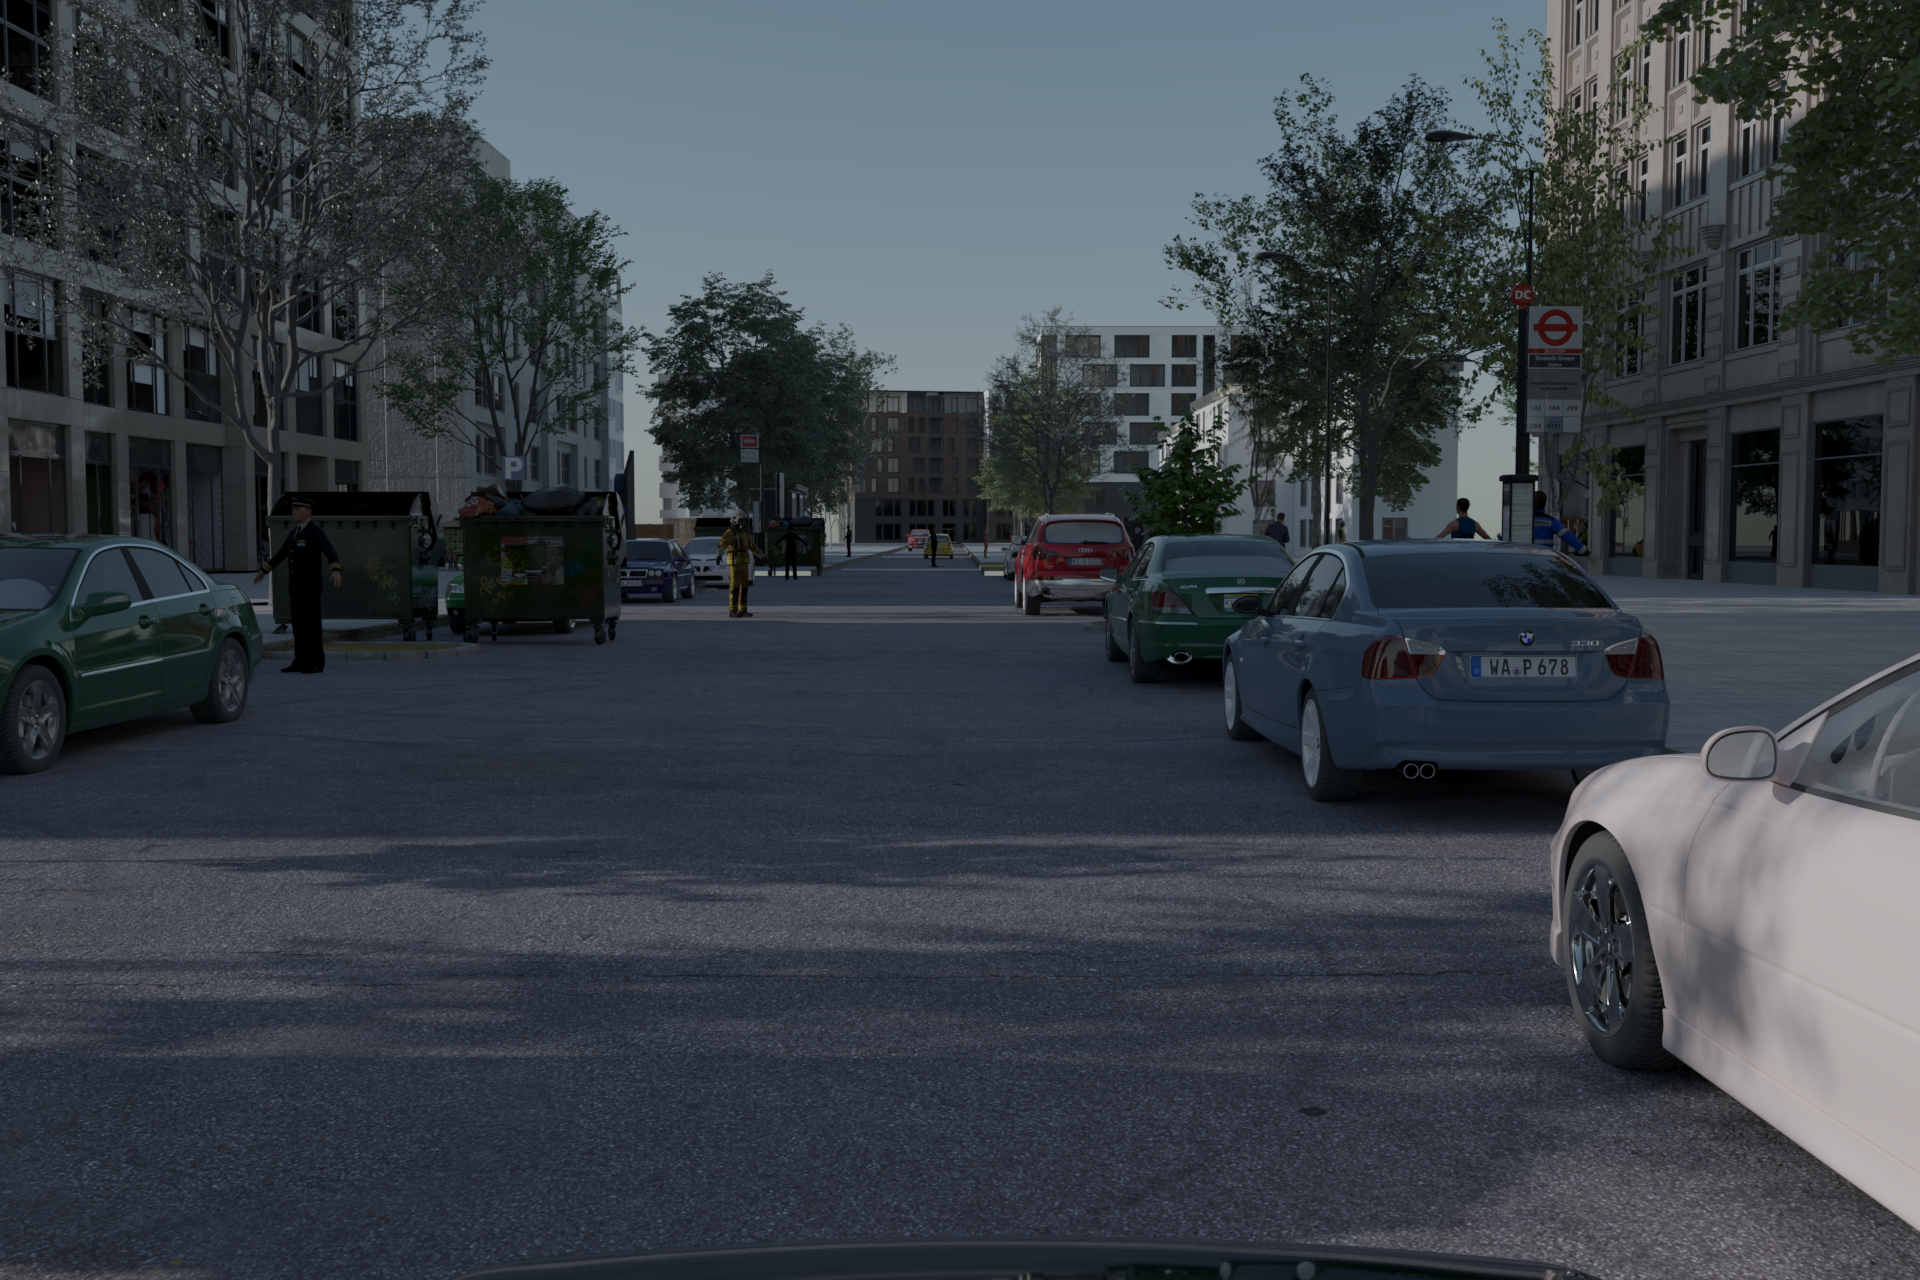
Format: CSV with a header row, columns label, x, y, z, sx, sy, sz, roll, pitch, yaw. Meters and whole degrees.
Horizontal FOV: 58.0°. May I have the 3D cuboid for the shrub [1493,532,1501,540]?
label,x,y,z,sx,sy,sz,roll,pitch,yaw
shrub,20.138,-3.573,62.837,1.690,2.028,1.600,0,3,0

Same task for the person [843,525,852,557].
label,x,y,z,sx,sy,sz,roll,pitch,yaw
person,-6.243,-5.532,96.675,0.704,1.802,1.346,1,4,11

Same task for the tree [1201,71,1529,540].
label,x,y,z,sx,sy,sz,roll,pitch,yaw
tree,8.497,-6.125,34.559,7.601,10.594,8.767,-1,4,-12

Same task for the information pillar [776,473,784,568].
label,x,y,z,sx,sy,sz,roll,pitch,yaw
information pillar,-6.932,-4.615,66.767,0.184,3.620,1.656,0,4,-1

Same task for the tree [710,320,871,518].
label,x,y,z,sx,sy,sz,roll,pitch,yaw
tree,-10.039,-12.021,103.192,9.857,13.997,8.962,0,3,0

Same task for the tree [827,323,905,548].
label,x,y,z,sx,sy,sz,roll,pitch,yaw
tree,-11.201,-18.476,157.978,12.611,20.169,13.585,0,3,0

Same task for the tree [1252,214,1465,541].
label,x,y,z,sx,sy,sz,roll,pitch,yaw
tree,14.173,-8.764,61.418,7.486,12.596,7.792,0,3,0

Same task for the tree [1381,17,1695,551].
label,x,y,z,sx,sy,sz,roll,pitch,yaw
tree,8.356,-4.533,24.477,4.737,8.622,4.395,0,3,0

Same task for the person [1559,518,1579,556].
label,x,y,z,sx,sy,sz,roll,pitch,yaw
person,16.818,-2.518,48.015,0.742,1.727,0.445,3,5,41

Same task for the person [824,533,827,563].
label,x,y,z,sx,sy,sz,roll,pitch,yaw
person,-6.320,-4.382,78.110,0.721,1.772,1.216,-2,4,-30

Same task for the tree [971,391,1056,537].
label,x,y,z,sx,sy,sz,roll,pitch,yaw
tree,4.776,-13.451,138.042,7.486,12.596,7.792,0,3,0

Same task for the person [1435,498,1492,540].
label,x,y,z,sx,sy,sz,roll,pitch,yaw
person,7.288,-1.164,25.206,1.345,1.807,0.704,-1,4,-17

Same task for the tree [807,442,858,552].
label,x,y,z,sx,sy,sz,roll,pitch,yaw
tree,-10.162,-10.790,126.783,4.360,8.622,3.978,0,3,0

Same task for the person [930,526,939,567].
label,x,y,z,sx,sy,sz,roll,pitch,yaw
person,-1.098,-4.075,75.307,0.704,1.802,1.346,0,4,-6

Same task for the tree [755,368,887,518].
label,x,y,z,sx,sy,sz,roll,pitch,yaw
tree,-10.079,-12.581,116.069,12.009,13.543,11.850,0,3,0

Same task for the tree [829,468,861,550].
label,x,y,z,sx,sy,sz,roll,pitch,yaw
tree,-10.804,-11.715,141.896,4.360,8.622,3.978,0,3,0

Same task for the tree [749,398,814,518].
label,x,y,z,sx,sy,sz,roll,pitch,yaw
tree,-9.830,-8.614,91.205,4.737,8.622,4.395,0,3,0

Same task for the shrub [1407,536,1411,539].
label,x,y,z,sx,sy,sz,roll,pitch,yaw
shrub,16.724,-3.259,64.403,1.383,1.207,1.383,0,3,0

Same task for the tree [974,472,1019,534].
label,x,y,z,sx,sy,sz,roll,pitch,yaw
tree,5.144,-13.617,157.046,8.767,10.594,7.601,1,4,12

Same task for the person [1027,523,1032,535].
label,x,y,z,sx,sy,sz,roll,pitch,yaw
person,3.470,-4.827,85.041,0.704,1.817,1.347,0,4,7

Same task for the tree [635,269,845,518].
label,x,y,z,sx,sy,sz,roll,pitch,yaw
tree,-10.378,-10.750,82.412,9.857,13.997,8.962,0,3,0

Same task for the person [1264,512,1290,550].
label,x,y,z,sx,sy,sz,roll,pitch,yaw
person,7.132,-1.998,39.152,0.683,1.767,0.568,1,4,22

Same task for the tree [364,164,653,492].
label,x,y,z,sx,sy,sz,roll,pitch,yaw
tree,-12.396,-7.471,47.901,9.928,11.665,9.643,0,3,0

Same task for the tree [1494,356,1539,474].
label,x,y,z,sx,sy,sz,roll,pitch,yaw
tree,27.605,-9.277,77.431,9.928,11.665,9.643,0,3,0

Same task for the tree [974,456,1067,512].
label,x,y,z,sx,sy,sz,roll,pitch,yaw
tree,5.423,-13.019,147.270,8.767,10.594,7.601,0,4,-1

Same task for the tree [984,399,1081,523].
label,x,y,z,sx,sy,sz,roll,pitch,yaw
tree,5.267,-12.387,128.283,9.928,11.665,9.643,0,3,0

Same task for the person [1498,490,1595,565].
label,x,y,z,sx,sy,sz,roll,pitch,yaw
person,7.285,-0.970,21.828,1.345,1.831,0.704,2,4,31

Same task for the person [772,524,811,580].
label,x,y,z,sx,sy,sz,roll,pitch,yaw
person,-5.245,-2.735,53.894,1.216,1.740,0.721,0,4,6

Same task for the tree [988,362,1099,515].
label,x,y,z,sx,sy,sz,roll,pitch,yaw
tree,5.358,-11.999,114.310,7.486,12.596,7.792,0,3,0

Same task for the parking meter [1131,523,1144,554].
label,x,y,z,sx,sy,sz,roll,pitch,yaw
parking meter,5.997,-3.227,58.477,0.399,1.863,0.255,0,4,0

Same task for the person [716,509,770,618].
label,x,y,z,sx,sy,sz,roll,pitch,yaw
person,-3.783,-1.318,29.777,0.705,1.858,1.354,2,4,33

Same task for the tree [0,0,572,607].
label,x,y,z,sx,sy,sz,roll,pitch,yaw
tree,-12.371,-7.361,30.729,12.009,13.543,11.850,0,3,0

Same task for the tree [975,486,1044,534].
label,x,y,z,sx,sy,sz,roll,pitch,yaw
tree,5.536,-14.163,165.970,8.767,10.594,7.601,0,4,2

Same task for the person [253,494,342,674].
label,x,y,z,sx,sy,sz,roll,pitch,yaw
person,-6.789,-0.581,17.887,1.347,1.837,0.705,2,4,33

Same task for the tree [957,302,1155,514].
label,x,y,z,sx,sy,sz,roll,pitch,yaw
tree,4.870,-11.156,92.772,12.009,13.543,11.850,0,3,0

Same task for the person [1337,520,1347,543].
label,x,y,z,sx,sy,sz,roll,pitch,yaw
person,15.153,-3.833,68.636,0.705,1.833,1.349,1,4,17

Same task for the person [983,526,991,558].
label,x,y,z,sx,sy,sz,roll,pitch,yaw
person,1.452,-5.218,92.116,0.721,1.733,1.217,-1,4,-13

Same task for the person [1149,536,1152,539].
label,x,y,z,sx,sy,sz,roll,pitch,yaw
person,4.491,-1.934,38.400,0.721,1.737,1.214,2,4,30

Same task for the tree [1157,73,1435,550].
label,x,y,z,sx,sy,sz,roll,pitch,yaw
tree,14.375,-13.355,74.239,12.611,20.169,13.585,0,3,0
